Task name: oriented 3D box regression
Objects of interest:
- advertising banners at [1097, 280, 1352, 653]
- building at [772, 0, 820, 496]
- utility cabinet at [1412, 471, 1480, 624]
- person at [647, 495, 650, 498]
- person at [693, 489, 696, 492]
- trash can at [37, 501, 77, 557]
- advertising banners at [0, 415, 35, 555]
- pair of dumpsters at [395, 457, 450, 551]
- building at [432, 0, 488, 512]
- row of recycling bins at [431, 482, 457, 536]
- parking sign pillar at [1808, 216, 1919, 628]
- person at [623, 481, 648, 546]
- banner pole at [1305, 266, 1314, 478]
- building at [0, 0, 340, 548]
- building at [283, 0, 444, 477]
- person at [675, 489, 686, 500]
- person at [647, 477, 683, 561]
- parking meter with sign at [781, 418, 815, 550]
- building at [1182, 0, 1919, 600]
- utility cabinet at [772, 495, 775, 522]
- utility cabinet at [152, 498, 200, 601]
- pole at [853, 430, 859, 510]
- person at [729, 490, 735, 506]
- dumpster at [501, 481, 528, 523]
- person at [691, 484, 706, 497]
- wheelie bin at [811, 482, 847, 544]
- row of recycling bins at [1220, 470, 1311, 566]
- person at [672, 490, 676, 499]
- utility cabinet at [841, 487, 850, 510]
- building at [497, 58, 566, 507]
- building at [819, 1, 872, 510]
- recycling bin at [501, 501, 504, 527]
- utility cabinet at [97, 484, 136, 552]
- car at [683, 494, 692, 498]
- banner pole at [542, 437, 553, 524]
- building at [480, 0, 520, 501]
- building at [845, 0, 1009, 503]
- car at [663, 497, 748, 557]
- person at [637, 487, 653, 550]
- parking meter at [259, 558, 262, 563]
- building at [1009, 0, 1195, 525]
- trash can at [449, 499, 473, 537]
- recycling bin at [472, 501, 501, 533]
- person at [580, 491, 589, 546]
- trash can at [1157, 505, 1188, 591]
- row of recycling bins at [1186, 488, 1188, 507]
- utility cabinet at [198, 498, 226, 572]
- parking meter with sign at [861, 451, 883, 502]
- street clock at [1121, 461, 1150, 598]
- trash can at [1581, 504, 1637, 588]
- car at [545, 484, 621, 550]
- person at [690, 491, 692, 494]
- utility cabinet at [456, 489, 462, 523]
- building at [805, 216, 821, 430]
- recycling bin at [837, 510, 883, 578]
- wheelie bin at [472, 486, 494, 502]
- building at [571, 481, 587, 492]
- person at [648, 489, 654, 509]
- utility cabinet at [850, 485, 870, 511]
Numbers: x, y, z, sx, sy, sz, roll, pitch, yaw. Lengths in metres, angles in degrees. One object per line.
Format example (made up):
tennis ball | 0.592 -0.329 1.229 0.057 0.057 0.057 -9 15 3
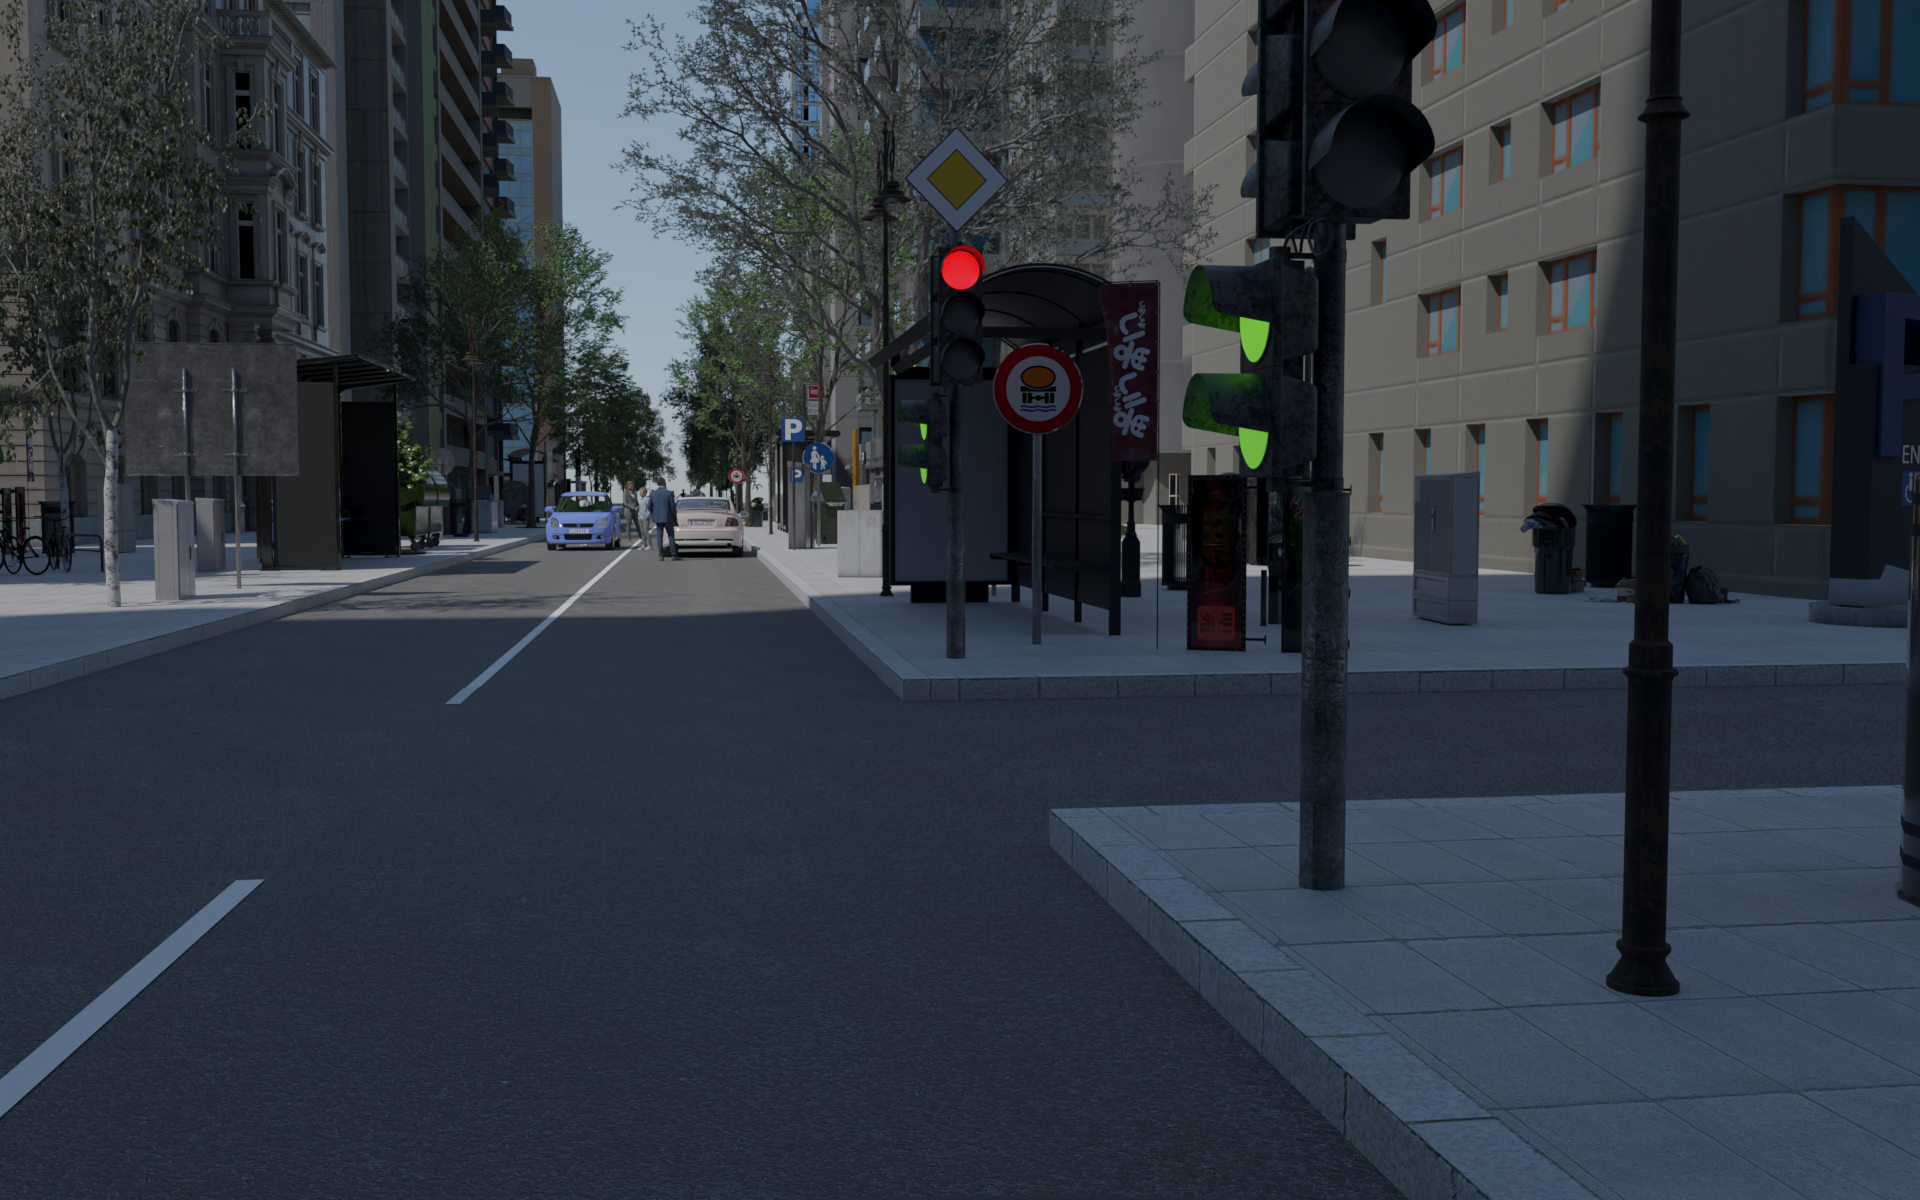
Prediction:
advertising banners | 2.126 -1.095 14.084 2.074 3.025 0.090 1 4 17
building | -13.923 -56.183 231.261 22.319 86.520 31.000 -1 4 -9
utility cabinet | 4.862 -0.533 17.401 0.318 1.500 1.173 0 4 -2
person | -22.587 -7.118 124.755 0.599 1.838 0.709 -2 4 -29
person | -13.104 -4.658 85.667 0.512 1.701 0.522 3 5 39
trash can | -18.570 -1.468 35.654 0.748 1.137 0.748 0 3 0
advertising banners | -20.345 -2.523 37.443 0.090 3.025 2.074 -1 4 -9
pair of dumpsters | -13.039 -2.331 40.610 1.574 2.255 4.437 -1 4 -9
building | -41.888 -29.593 107.555 21.300 48.544 21.600 -1 4 -9
row of recycling bins | -16.415 -2.873 54.089 1.069 1.692 3.534 0 4 -8
parking sign pillar | 9.241 -1.752 17.111 1.447 3.967 1.447 -2 4 -28
person | -8.956 -2.380 47.694 0.573 1.790 0.520 1 4 23
banner pole | 3.882 -1.795 19.365 0.401 3.779 0.863 1 4 11
building | -29.509 -14.529 56.634 14.460 24.649 34.723 -1 4 -9
building | -35.630 -24.901 90.720 14.154 41.232 14.086 -1 4 -9
person | -20.440 -7.305 127.956 1.348 1.822 0.705 -1 4 -21
person | -6.337 -1.742 37.159 0.721 1.800 0.419 0 4 1
parking meter with sign | -3.726 -2.700 40.403 0.543 3.016 1.738 0 4 5
building | 22.535 -11.682 36.046 28.899 21.520 27.650 -1 4 -9
utility cabinet | -8.312 -4.259 80.799 1.020 1.237 0.306 -2 4 -28
utility cabinet | -9.648 -0.620 21.299 0.306 1.237 1.020 -1 4 -14
pole | -3.295 -3.735 54.911 0.158 3.312 0.155 0 3 0
person | -21.825 -9.655 166.363 1.348 1.823 0.705 3 5 43
dumpster | -19.193 -4.235 75.007 1.264 1.857 1.865 -1 4 -9
person | -10.302 -3.634 67.899 0.794 1.824 0.713 1 4 8
wheelie bin | -3.395 -2.237 44.484 0.980 1.594 0.693 -3 4 -37
row of recycling bins | 5.576 -1.498 31.597 1.069 1.692 3.534 -1 4 -22
person | -31.510 -11.143 190.619 0.705 1.831 1.348 -2 4 -32
utility cabinet | -3.882 -2.763 53.856 0.318 1.500 1.173 3 4 38
building | -49.206 -32.531 181.993 14.600 45.320 14.200 -1 4 -9
building | -1.002 -36.727 142.481 21.231 58.520 28.212 -1 4 -9
recycling bin | -18.046 -3.332 67.035 0.722 1.027 0.722 -1 4 -14
utility cabinet | -18.517 -1.796 38.049 1.173 1.500 0.318 3 5 41
car | -17.588 -6.280 114.483 2.131 1.459 4.920 0 4 -7
banner pole | -17.886 -5.211 75.210 0.401 3.779 0.863 -3 5 -42
building | -45.999 -29.229 132.522 22.147 44.769 28.867 -1 4 -9
building | 4.934 -30.242 114.058 23.786 49.044 30.456 -1 4 -9
car | -6.031 -1.740 40.805 2.083 1.381 4.827 0 4 -7
person | -8.092 -2.085 44.393 0.330 1.601 0.589 -2 4 -32
parking meter | -12.990 -1.477 32.564 0.372 1.533 0.369 0 3 0
building | 15.365 -23.697 79.333 32.217 40.220 23.993 -1 4 -9
trash can | -14.932 -2.455 51.785 0.748 1.137 0.748 0 3 0
recycling bin | -15.684 -2.723 57.082 0.722 1.027 0.722 0 4 0
person | -10.321 -2.233 47.610 0.503 1.515 0.523 1 4 21
trash can | 3.008 -0.707 23.213 0.748 1.137 0.748 0 3 0
row of recycling bins | 7.881 -2.653 50.494 1.069 1.692 3.534 -2 4 -32
utility cabinet | -12.547 -1.093 29.034 0.306 1.237 1.020 -1 4 -14
parking meter with sign | -3.137 -4.580 71.150 1.738 3.016 0.543 -1 4 -15
street clock | 2.127 -1.037 21.519 0.358 2.002 0.471 -3 4 -37
trash can | 8.928 -0.744 23.825 0.748 1.137 0.748 0 3 0
car | -9.798 -2.178 45.201 1.945 1.707 3.694 0 4 -7
person | -22.644 -8.368 146.028 1.217 1.735 0.721 1 4 13
utility cabinet | -21.860 -4.049 74.877 0.318 1.500 1.173 0 4 1
building | -5.635 -31.393 205.164 32.217 40.220 23.993 -1 4 -9
recycling bin | -1.478 -0.877 26.899 0.722 1.027 0.722 1 4 10
wheelie bin | -17.859 -3.475 64.725 0.980 1.594 0.693 0 4 -3
building | -65.225 -32.542 223.944 32.217 40.220 23.993 -1 4 -9
person | -24.545 -7.933 138.210 1.348 1.823 0.705 -3 5 -44
utility cabinet | -2.312 -1.955 40.641 0.318 1.500 1.173 0 4 -7
